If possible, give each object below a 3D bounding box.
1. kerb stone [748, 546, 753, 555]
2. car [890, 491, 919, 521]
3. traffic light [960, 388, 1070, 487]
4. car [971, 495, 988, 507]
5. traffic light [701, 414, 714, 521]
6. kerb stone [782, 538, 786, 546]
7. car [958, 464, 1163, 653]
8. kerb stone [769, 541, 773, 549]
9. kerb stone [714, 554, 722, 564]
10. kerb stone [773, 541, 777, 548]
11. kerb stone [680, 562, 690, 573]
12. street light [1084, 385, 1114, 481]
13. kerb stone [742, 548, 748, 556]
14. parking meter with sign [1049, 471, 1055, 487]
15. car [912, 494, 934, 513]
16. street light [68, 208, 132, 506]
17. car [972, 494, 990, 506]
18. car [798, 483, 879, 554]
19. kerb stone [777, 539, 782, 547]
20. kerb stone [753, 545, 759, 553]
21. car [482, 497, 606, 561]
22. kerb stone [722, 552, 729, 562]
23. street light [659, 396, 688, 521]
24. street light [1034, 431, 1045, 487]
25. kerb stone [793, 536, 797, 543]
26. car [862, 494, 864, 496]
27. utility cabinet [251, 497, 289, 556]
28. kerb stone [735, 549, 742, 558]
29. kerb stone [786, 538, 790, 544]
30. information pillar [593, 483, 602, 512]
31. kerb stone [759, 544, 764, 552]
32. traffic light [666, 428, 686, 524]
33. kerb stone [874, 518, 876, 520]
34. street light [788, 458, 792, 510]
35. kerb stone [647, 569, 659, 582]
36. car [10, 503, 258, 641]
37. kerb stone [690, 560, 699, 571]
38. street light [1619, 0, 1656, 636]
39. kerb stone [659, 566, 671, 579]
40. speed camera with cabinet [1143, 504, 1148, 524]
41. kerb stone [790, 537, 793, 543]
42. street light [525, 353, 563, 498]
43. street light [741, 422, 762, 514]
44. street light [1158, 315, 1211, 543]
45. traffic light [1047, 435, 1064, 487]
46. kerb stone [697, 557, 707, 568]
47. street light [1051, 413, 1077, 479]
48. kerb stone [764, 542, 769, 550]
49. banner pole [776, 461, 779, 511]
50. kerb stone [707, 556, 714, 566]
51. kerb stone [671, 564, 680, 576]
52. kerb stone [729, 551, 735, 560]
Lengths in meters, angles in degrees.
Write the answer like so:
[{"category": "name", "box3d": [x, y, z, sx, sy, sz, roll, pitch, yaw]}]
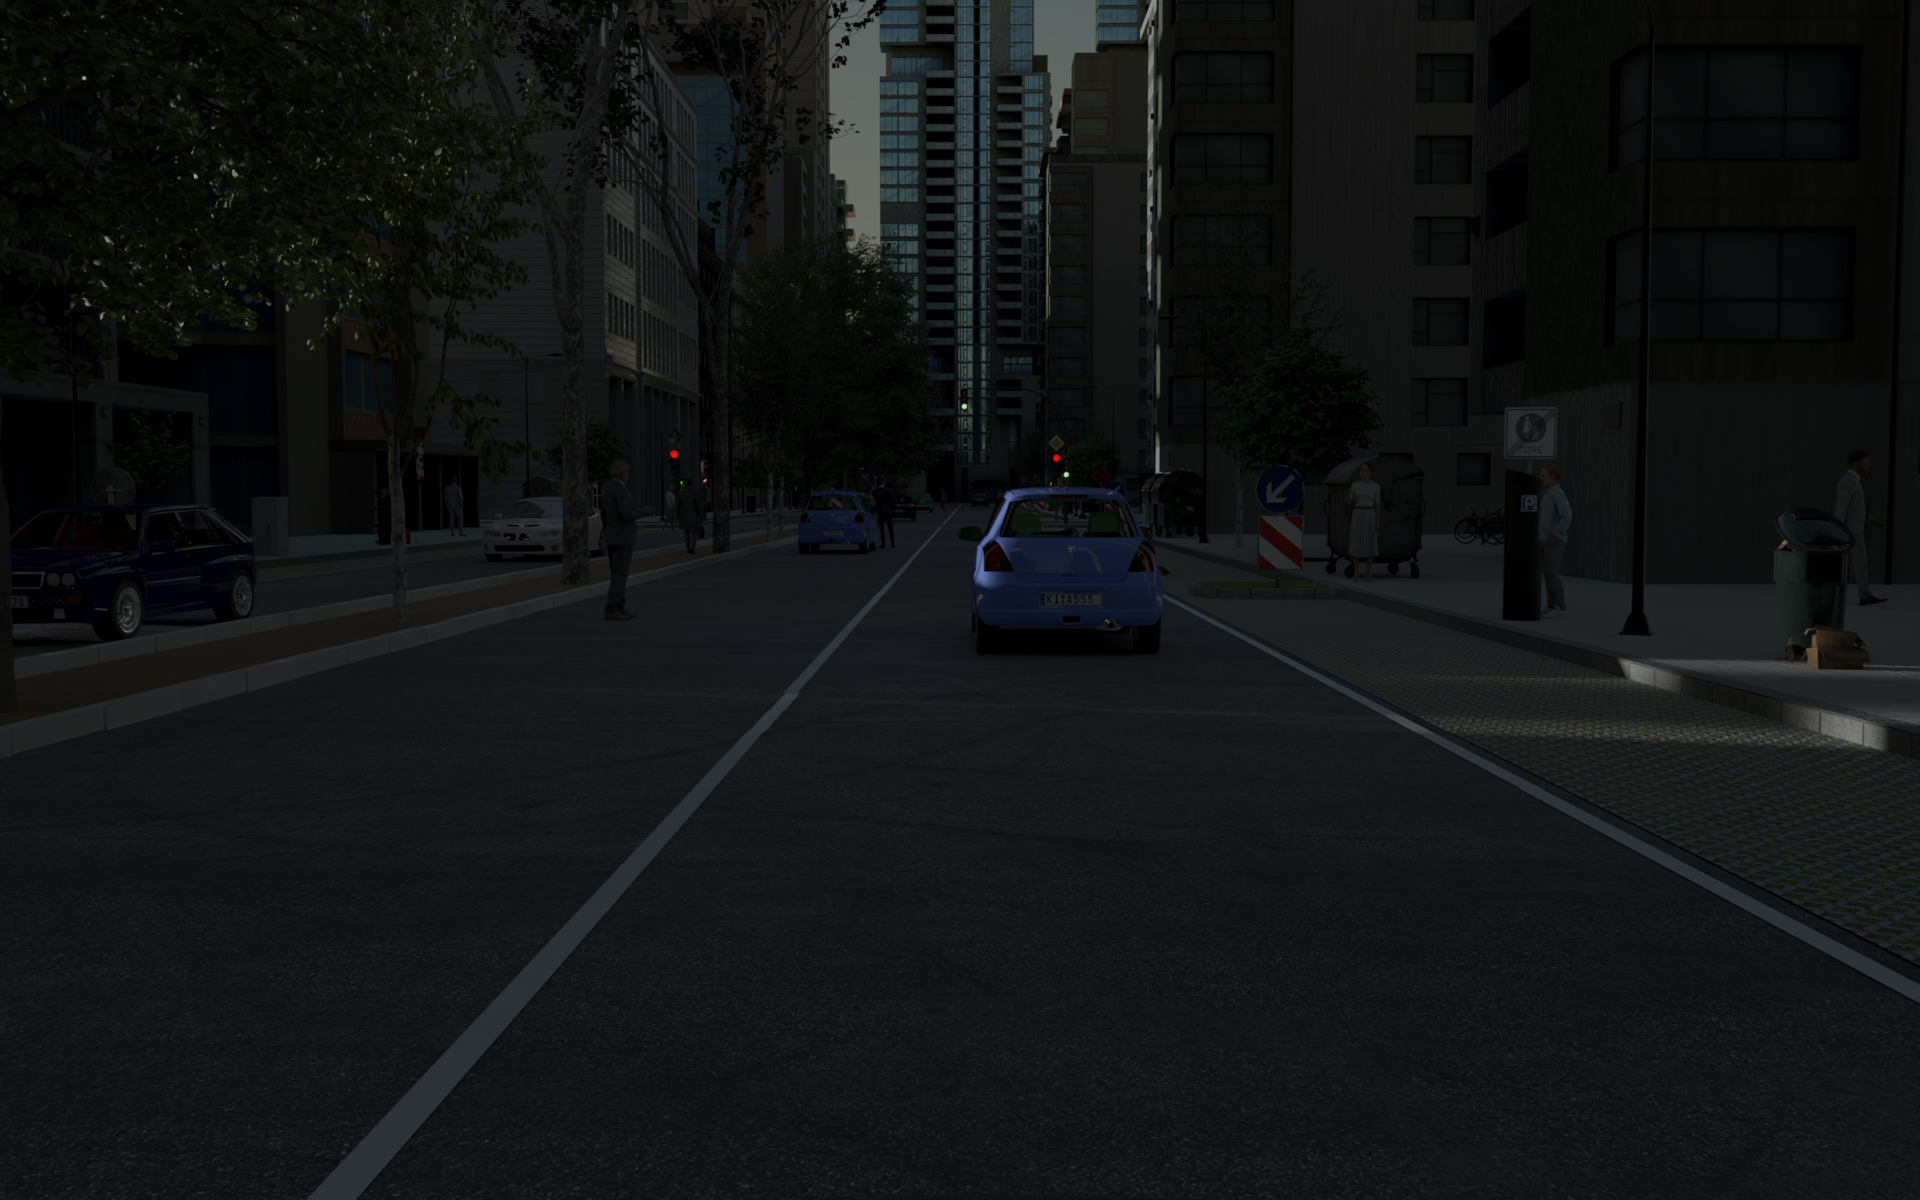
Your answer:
[{"category": "kerb stone", "box3d": [-5.059, -1.131, 40.752, 0.120, 0.150, 1.000, 0, 4, 0]}, {"category": "car", "box3d": [-3.184, -5.033, 92.081, 2.009, 1.686, 4.222, 0, 4, -1]}, {"category": "traffic light", "box3d": [2.406, -6.073, 73.964, 4.771, 5.953, 1.251, 0, 4, 0]}, {"category": "car", "box3d": [2.134, -10.924, 191.193, 1.945, 1.354, 3.894, 0, 4, 0]}, {"category": "traffic light", "box3d": [-10.022, -6.576, 82.185, 4.771, 5.953, 1.251, 0, 4, 0]}, {"category": "kerb stone", "box3d": [-5.005, -1.569, 47.918, 0.120, 0.150, 1.000, 0, 4, 0]}, {"category": "car", "box3d": [0.955, -0.446, 16.879, 1.945, 1.707, 3.694, 0, 4, -1]}, {"category": "kerb stone", "box3d": [-5.024, -1.385, 44.847, 0.120, 0.150, 1.000, 0, 4, 0]}, {"category": "kerb stone", "box3d": [-5.076, -0.820, 35.610, 0.120, 0.150, 1.000, 0, 4, 0]}, {"category": "kerb stone", "box3d": [-5.019, -1.448, 45.874, 0.120, 0.150, 1.000, 0, 4, 0]}, {"category": "kerb stone", "box3d": [-5.105, -0.569, 31.503, 0.120, 0.150, 1.000, 0, 4, 0]}, {"category": "street light", "box3d": [6.002, -6.210, 74.070, 1.470, 5.913, 1.316, 0, 4, 0]}, {"category": "kerb stone", "box3d": [-5.052, -1.072, 39.720, 0.120, 0.150, 1.000, 0, 4, 0]}, {"category": "parking meter with sign", "box3d": [6.928, -8.207, 130.437, 0.543, 3.016, 1.738, 1, 4, 11]}, {"category": "car", "box3d": [-2.936, -7.510, 131.585, 1.959, 1.807, 4.718, 0, 4, -1]}, {"category": "street light", "box3d": [-13.824, -3.398, 28.091, 1.470, 5.913, 1.316, 0, 4, 0]}, {"category": "car", "box3d": [2.452, -11.587, 201.242, 2.131, 1.459, 4.920, 0, 4, 1]}, {"category": "car", "box3d": [-2.987, -2.027, 42.728, 1.945, 1.707, 3.694, 0, 4, 1]}, {"category": "kerb stone", "box3d": [-5.014, -1.511, 46.896, 0.120, 0.150, 1.000, 0, 4, 0]}, {"category": "kerb stone", "box3d": [-5.041, -1.196, 41.774, 0.120, 0.150, 1.000, 0, 4, 0]}, {"category": "car", "box3d": [-9.184, -1.606, 38.615, 2.083, 1.381, 4.827, 0, 4, 2]}, {"category": "kerb stone", "box3d": [-5.075, -0.884, 36.644, 0.120, 0.150, 1.000, 0, 4, 0]}, {"category": "street light", "box3d": [-13.583, -6.699, 82.063, 1.470, 5.913, 1.316, 0, 4, 0]}, {"category": "street light", "box3d": [6.252, -9.506, 127.960, 1.470, 5.913, 1.316, 0, 4, 0]}, {"category": "kerb stone", "box3d": [-4.986, -1.758, 50.988, 0.120, 0.150, 1.000, 0, 4, 0]}, {"category": "car", "box3d": [-8.631, -8.623, 150.765, 2.009, 1.686, 4.222, 0, 4, 1]}, {"category": "utility cabinet", "box3d": [-14.333, -1.518, 35.980, 1.020, 1.237, 0.306, 3, 5, 41]}, {"category": "kerb stone", "box3d": [-5.060, -1.009, 38.697, 0.120, 0.150, 1.000, 0, 4, 0]}, {"category": "kerb stone", "box3d": [-5.002, -1.636, 48.942, 0.120, 0.150, 1.000, 0, 4, 0]}, {"category": "information pillar", "box3d": [-17.204, -4.752, 82.188, 0.304, 2.012, 0.304, 2, 4, 34]}, {"category": "kerb stone", "box3d": [-5.032, -1.260, 42.797, 0.120, 0.150, 1.000, 0, 4, 0]}, {"category": "traffic light", "box3d": [-12.163, -5.215, 74.178, 0.839, 4.253, 0.868, 0, 4, 0]}, {"category": "kerb stone", "box3d": [-4.691, -4.679, 98.698, 0.120, 0.150, 1.000, 0, 4, 0]}, {"category": "street light", "box3d": [-13.274, -10.285, 140.699, 1.470, 5.913, 1.316, 0, 4, 0]}, {"category": "kerb stone", "box3d": [-5.126, -0.381, 28.431, 0.120, 0.150, 1.000, 0, 4, 0]}, {"category": "car", "box3d": [-8.909, -0.337, 18.094, 1.945, 1.354, 3.894, 0, 4, 2]}, {"category": "kerb stone", "box3d": [-5.094, -0.627, 32.531, 0.120, 0.150, 1.000, 0, 4, 0]}, {"category": "street light", "box3d": [5.653, -2.638, 15.667, 1.470, 5.913, 1.316, 0, 4, 0]}, {"category": "kerb stone", "box3d": [-5.106, -0.441, 29.453, 0.120, 0.150, 1.000, 0, 4, 0]}, {"category": "speed camera with cabinet", "box3d": [8.918, -4.898, 74.420, 2.038, 3.252, 0.660, 0, 4, -5]}, {"category": "kerb stone", "box3d": [-4.990, -1.699, 49.966, 0.120, 0.150, 1.000, 0, 4, 0]}, {"category": "street light", "box3d": [-13.722, -5.172, 57.096, 1.470, 5.913, 1.316, 0, 4, 0]}, {"category": "street light", "box3d": [-13.443, -8.511, 111.694, 1.470, 5.913, 1.316, 0, 4, 0]}, {"category": "street light", "box3d": [5.843, -4.436, 45.065, 1.470, 5.913, 1.316, 0, 4, 0]}, {"category": "traffic light", "box3d": [4.547, -5.698, 82.077, 0.839, 4.253, 0.868, 0, 4, 0]}, {"category": "kerb stone", "box3d": [-5.092, -0.695, 33.552, 0.120, 0.150, 1.000, 0, 4, 0]}, {"category": "street light", "box3d": [6.104, -7.732, 98.956, 1.470, 5.913, 1.316, 0, 4, 0]}, {"category": "kerb stone", "box3d": [-5.025, -1.323, 43.825, 0.120, 0.150, 1.000, 0, 4, 0]}, {"category": "banner pole", "box3d": [-13.888, -8.721, 132.603, 0.401, 3.779, 0.863, 0, 4, 4]}, {"category": "kerb stone", "box3d": [-5.087, -0.756, 34.577, 0.120, 0.150, 1.000, 0, 4, 0]}, {"category": "kerb stone", "box3d": [-5.108, -0.506, 30.476, 0.120, 0.150, 1.000, 0, 4, 0]}, {"category": "kerb stone", "box3d": [-5.070, -0.946, 37.666, 0.120, 0.150, 1.000, 0, 4, 0]}]
